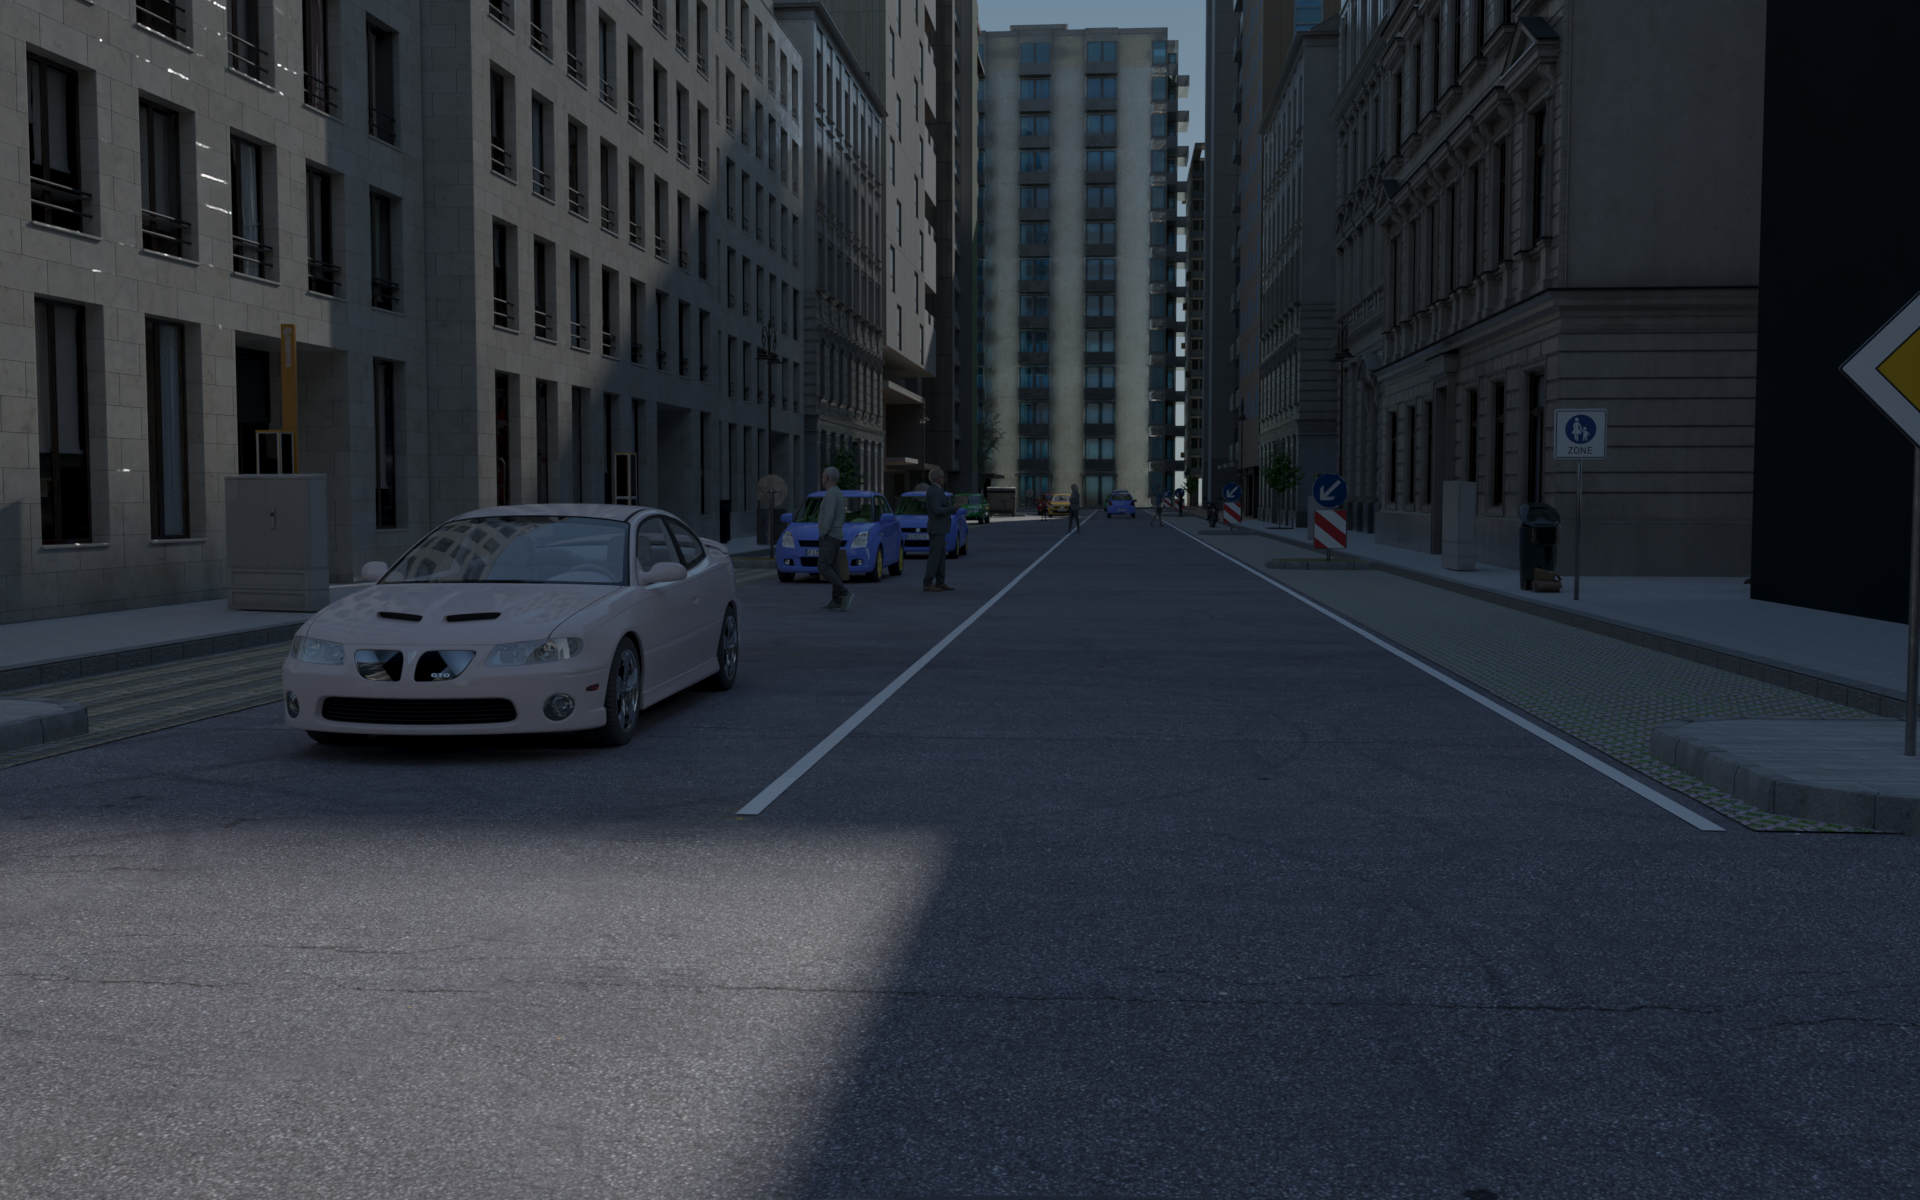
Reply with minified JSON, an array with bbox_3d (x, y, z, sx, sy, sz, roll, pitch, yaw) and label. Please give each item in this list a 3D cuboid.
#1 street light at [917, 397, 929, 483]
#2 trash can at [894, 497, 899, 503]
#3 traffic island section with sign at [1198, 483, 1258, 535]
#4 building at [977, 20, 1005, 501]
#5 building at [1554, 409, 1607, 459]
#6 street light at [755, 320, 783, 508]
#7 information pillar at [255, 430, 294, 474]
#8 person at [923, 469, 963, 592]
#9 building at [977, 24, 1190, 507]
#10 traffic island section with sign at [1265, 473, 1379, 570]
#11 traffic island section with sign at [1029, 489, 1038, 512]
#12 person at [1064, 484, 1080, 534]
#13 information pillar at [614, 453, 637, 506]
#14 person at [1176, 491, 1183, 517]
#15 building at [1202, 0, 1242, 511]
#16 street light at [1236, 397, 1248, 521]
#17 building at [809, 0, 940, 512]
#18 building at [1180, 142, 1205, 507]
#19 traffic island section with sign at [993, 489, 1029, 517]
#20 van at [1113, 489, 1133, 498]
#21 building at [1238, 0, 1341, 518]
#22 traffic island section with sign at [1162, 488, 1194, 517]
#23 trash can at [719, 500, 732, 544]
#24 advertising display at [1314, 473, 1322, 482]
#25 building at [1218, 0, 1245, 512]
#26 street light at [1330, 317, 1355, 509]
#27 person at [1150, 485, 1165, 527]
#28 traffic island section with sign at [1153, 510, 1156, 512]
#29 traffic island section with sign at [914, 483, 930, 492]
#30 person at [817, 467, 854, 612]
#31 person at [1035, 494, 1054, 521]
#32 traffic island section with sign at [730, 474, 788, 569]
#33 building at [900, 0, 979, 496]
[{"bbox_3d":[-1.742,-6.695,82.258,0.468,5.910,1.993,0,4,5],"label":"street light"},{"bbox_3d":[-2.804,-4.390,83.423,0.748,1.137,0.748,0,3,0],"label":"trash can"},{"bbox_3d":[9.389,-3.191,60.807,1.989,1.847,2.006,0,4,5],"label":"traffic island section with sign"},{"bbox_3d":[-11.203,-30.292,149.894,28.867,44.769,22.147,0,4,5],"label":"building"},{"bbox_3d":[56.884,-22.978,147.398,14.107,30.474,14.160,0,4,5],"label":"building"},{"bbox_3d":[-5.060,-4.483,46.079,0.468,5.910,1.993,0,4,5],"label":"street light"},{"bbox_3d":[-7.927,-0.954,20.090,0.304,2.012,0.304,1,4,9],"label":"information pillar"},{"bbox_3d":[-0.257,-1.032,25.545,0.590,1.801,0.661,0,4,-7],"label":"person"},{"bbox_3d":[8.120,-34.253,179.651,30.456,49.044,23.786,0,4,5],"label":"building"},{"bbox_3d":[6.923,-1.514,33.384,1.989,1.847,2.006,0,4,5],"label":"traffic island section with sign"},{"bbox_3d":[5.590,-7.892,137.669,1.989,1.847,2.006,0,4,5],"label":"traffic island section with sign"},{"bbox_3d":[4.110,-3.309,62.790,0.526,1.800,0.537,-1,4,-22],"label":"person"},{"bbox_3d":[-5.970,-1.619,30.962,0.304,2.012,0.304,1,4,13],"label":"information pillar"},{"bbox_3d":[13.629,-5.958,107.378,0.415,1.643,0.593,0,4,5],"label":"person"},{"bbox_3d":[30.617,-36.691,141.892,21.231,58.520,28.212,0,4,5],"label":"building"},{"bbox_3d":[13.455,-6.723,82.710,0.468,5.910,1.993,0,4,5],"label":"street light"},{"bbox_3d":[-15.815,-31.158,98.677,28.713,52.752,27.495,0,4,5],"label":"building"},{"bbox_3d":[35.612,-29.957,181.684,23.993,40.220,32.217,0,4,5],"label":"building"},{"bbox_3d":[3.184,-6.250,110.821,1.989,1.847,2.006,0,4,5],"label":"traffic island section with sign"},{"bbox_3d":[14.249,-8.944,153.250,2.013,2.044,4.112,0,4,7],"label":"van"},{"bbox_3d":[22.206,-26.934,90.484,14.600,45.320,14.200,0,4,5],"label":"building"},{"bbox_3d":[13.810,-6.197,109.945,1.989,1.847,2.006,0,4,5],"label":"traffic island section with sign"},{"bbox_3d":[-6.276,-2.044,45.072,0.748,1.137,0.748,0,3,0],"label":"trash can"},{"bbox_3d":[11.205,-3.003,54.315,0.123,1.923,0.974,0,4,4],"label":"advertising display"},{"bbox_3d":[29.448,-30.156,112.664,23.786,49.044,30.456,0,4,5],"label":"building"},{"bbox_3d":[10.009,-4.446,45.474,0.468,5.910,1.993,0,4,5],"label":"street light"},{"bbox_3d":[8.733,-4.155,76.453,0.654,1.822,0.581,1,4,21],"label":"person"},{"bbox_3d":[16.266,-7.864,137.207,1.989,1.847,2.006,0,4,5],"label":"traffic island section with sign"},{"bbox_3d":[-1.289,-3.207,61.063,1.989,1.847,2.006,0,4,5],"label":"traffic island section with sign"},{"bbox_3d":[-1.528,-0.760,21.417,0.515,1.767,0.782,0,4,6],"label":"person"},{"bbox_3d":[4.448,-4.891,91.735,1.065,1.426,0.557,-1,4,-23],"label":"person"},{"bbox_3d":[-3.735,-1.550,33.975,1.989,1.847,2.006,0,4,5],"label":"traffic island section with sign"},{"bbox_3d":[-6.286,-26.631,119.010,14.154,41.232,14.086,0,4,5],"label":"building"}]
